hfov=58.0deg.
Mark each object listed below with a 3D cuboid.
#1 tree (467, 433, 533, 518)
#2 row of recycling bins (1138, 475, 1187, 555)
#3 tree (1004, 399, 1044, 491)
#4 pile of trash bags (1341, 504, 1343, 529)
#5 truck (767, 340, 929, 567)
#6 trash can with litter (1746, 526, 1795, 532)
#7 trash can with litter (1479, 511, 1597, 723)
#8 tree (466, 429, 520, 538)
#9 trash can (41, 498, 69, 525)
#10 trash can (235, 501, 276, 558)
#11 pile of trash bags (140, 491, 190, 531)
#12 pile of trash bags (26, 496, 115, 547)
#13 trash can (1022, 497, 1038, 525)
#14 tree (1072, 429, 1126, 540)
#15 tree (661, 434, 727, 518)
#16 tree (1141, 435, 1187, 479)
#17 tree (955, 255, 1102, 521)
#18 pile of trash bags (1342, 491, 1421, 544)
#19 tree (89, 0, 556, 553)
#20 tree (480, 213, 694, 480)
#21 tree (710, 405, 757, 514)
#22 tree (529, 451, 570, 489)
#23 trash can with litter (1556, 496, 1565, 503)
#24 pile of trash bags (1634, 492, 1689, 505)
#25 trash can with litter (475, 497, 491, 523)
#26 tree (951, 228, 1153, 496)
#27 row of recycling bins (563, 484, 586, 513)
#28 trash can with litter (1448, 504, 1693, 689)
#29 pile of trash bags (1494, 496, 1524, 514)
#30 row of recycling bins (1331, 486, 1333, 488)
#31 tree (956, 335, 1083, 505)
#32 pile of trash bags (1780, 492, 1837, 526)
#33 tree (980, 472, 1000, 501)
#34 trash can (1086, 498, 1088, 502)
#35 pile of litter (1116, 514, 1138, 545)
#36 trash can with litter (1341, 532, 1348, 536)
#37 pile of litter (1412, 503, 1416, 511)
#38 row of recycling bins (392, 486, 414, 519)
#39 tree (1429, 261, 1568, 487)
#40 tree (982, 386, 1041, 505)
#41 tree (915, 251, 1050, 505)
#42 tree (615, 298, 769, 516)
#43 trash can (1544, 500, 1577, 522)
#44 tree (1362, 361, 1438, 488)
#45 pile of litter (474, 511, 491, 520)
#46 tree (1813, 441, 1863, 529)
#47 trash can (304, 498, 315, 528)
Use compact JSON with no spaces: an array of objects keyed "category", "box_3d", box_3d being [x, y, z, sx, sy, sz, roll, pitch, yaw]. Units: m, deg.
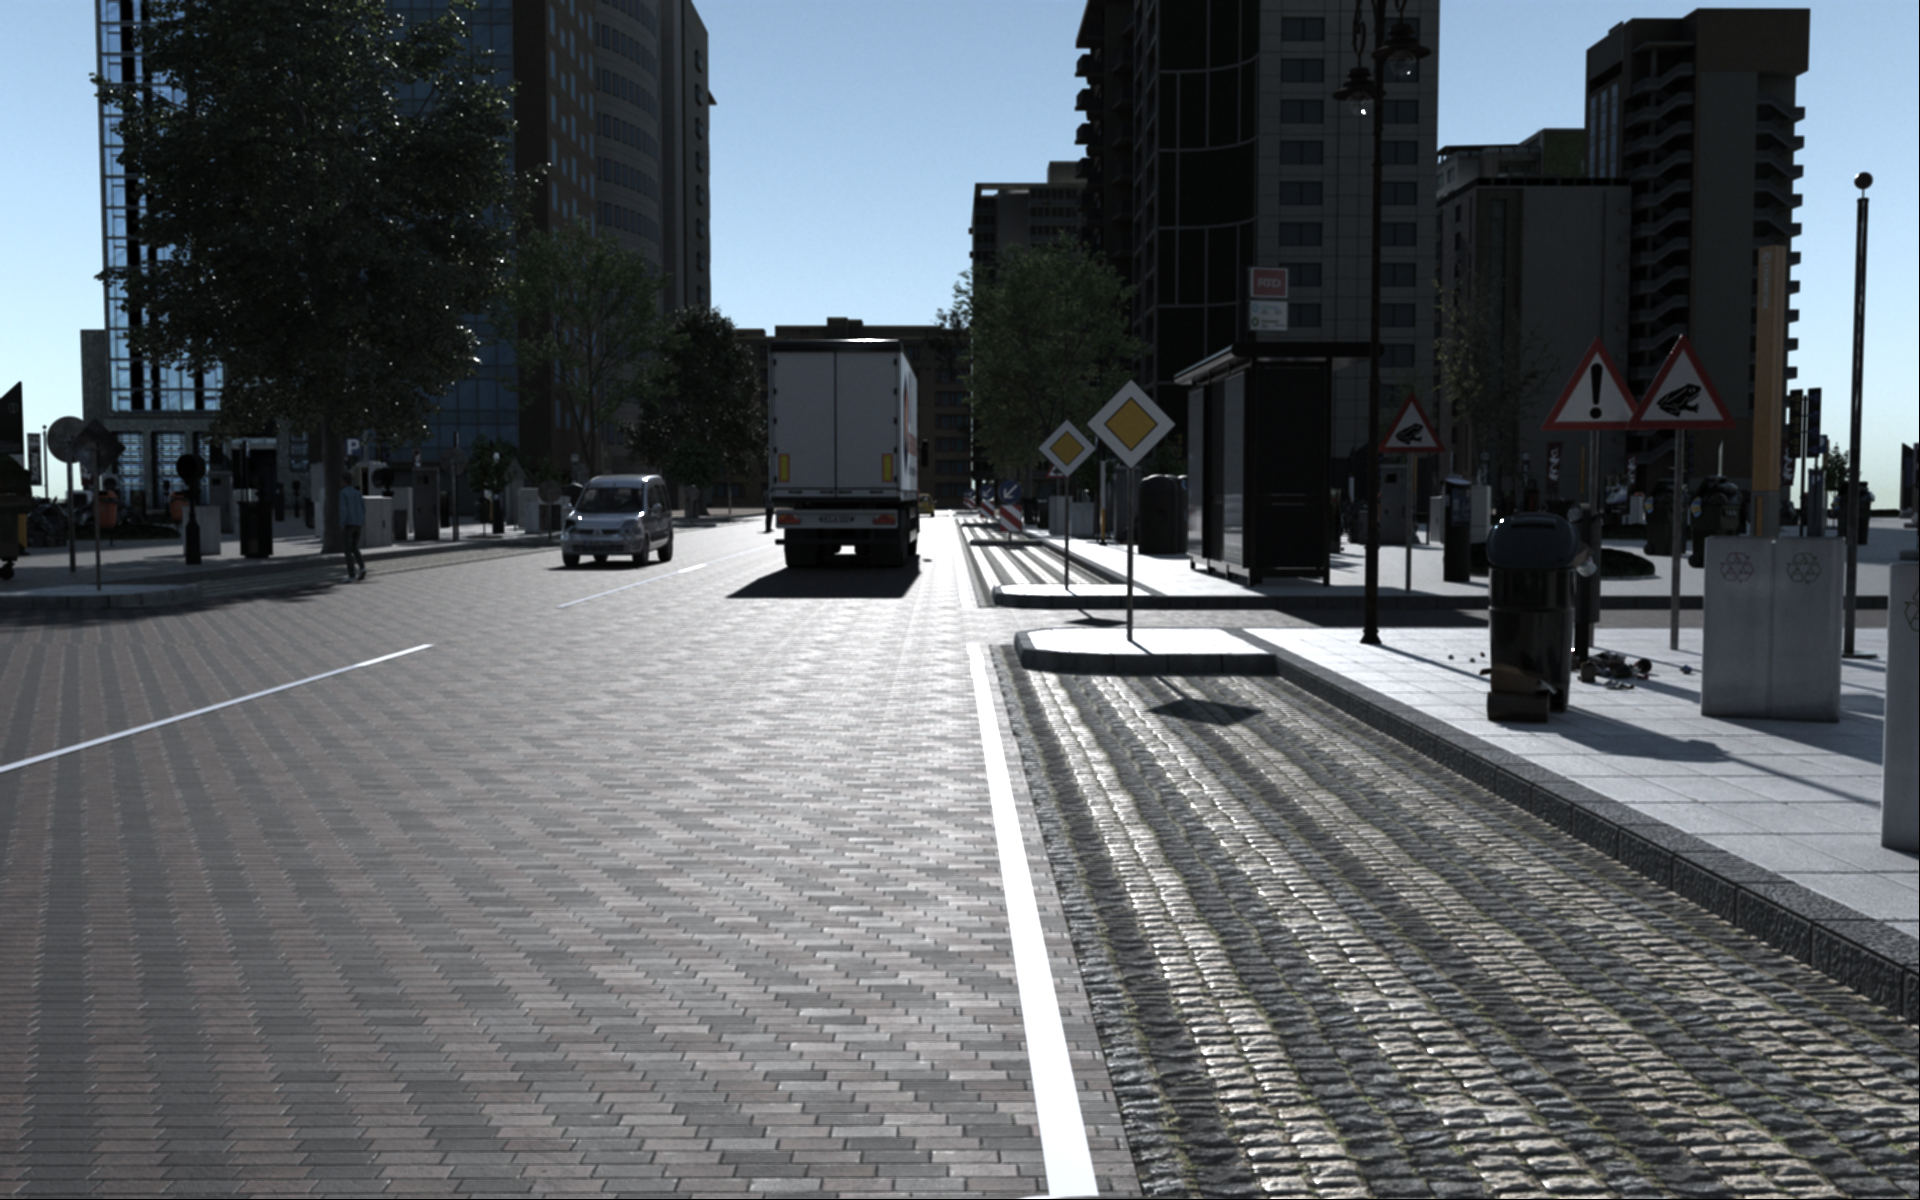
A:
[{"category":"tree","box_3d":[-24.760,-6.688,93.059,4.285,4.588,4.351,0,3,0]},{"category":"row of recycling bins","box_3d":[4.826,-1.906,38.277,1.069,1.692,3.534,2,4,28]},{"category":"tree","box_3d":[4.186,-10.458,121.358,4.360,8.622,3.978,0,3,0]},{"category":"pile of trash bags","box_3d":[12.482,-2.878,56.809,1.912,1.369,3.447,2,4,28]},{"category":"truck","box_3d":[-2.215,-2.951,37.171,2.839,4.237,11.283,0,4,1]},{"category":"trash can with litter","box_3d":[27.643,-2.931,58.979,1.678,1.210,2.233,1,4,19]},{"category":"trash can with litter","box_3d":[3.368,0.079,10.093,0.624,1.170,1.055,1,4,21]},{"category":"tree","box_3d":[-13.934,-3.415,50.437,1.663,3.219,1.824,0,3,0]},{"category":"trash can","box_3d":[-26.228,-2.369,50.385,0.748,1.137,0.748,0,3,0]},{"category":"trash can","box_3d":[-14.088,-1.408,34.668,0.748,1.137,0.748,0,3,0]},{"category":"pile of trash bags","box_3d":[-25.686,-2.682,53.596,3.447,1.369,1.912,-3,4,-36]},{"category":"pile of trash bags","box_3d":[-22.317,-1.997,42.396,3.447,1.369,1.912,0,4,-1]},{"category":"trash can","box_3d":[2.971,-3.726,72.568,0.748,1.137,0.748,0,3,0]},{"category":"tree","box_3d":[3.725,-3.338,49.176,1.663,3.219,1.824,0,3,0]},{"category":"tree","box_3d":[-14.140,-6.654,92.514,4.285,4.588,4.351,0,3,0]},{"category":"tree","box_3d":[6.493,-3.716,55.362,1.663,3.219,1.824,0,3,0]},{"category":"tree","box_3d":[3.480,-10.035,82.194,7.486,12.596,7.792,0,3,0]},{"category":"pile of trash bags","box_3d":[11.295,-2.230,46.207,1.912,1.369,3.447,1,4,14]},{"category":"tree","box_3d":[-13.612,-8.000,37.454,9.857,13.997,8.962,0,3,0]},{"category":"tree","box_3d":[-14.181,-8.561,65.721,9.928,11.665,9.643,0,3,0]},{"category":"tree","box_3d":[-15.108,-9.978,113.508,4.737,8.622,4.395,0,3,0]},{"category":"tree","box_3d":[-18.297,-5.037,76.961,1.663,3.219,1.824,0,3,0]},{"category":"trash can with litter","box_3d":[31.219,-4.762,89.246,0.624,1.170,1.055,-3,5,-41]},{"category":"pile of trash bags","box_3d":[38.738,-5.214,94.998,3.447,1.369,1.912,1,4,13]},{"category":"trash can with litter","box_3d":[-20.854,-3.983,76.512,0.624,1.170,1.055,2,4,29]},{"category":"tree","box_3d":[3.809,-8.782,69.343,9.928,11.665,9.643,0,3,0]},{"category":"row of recycling bins","box_3d":[-14.821,-3.857,70.173,1.069,1.692,3.534,1,4,21]},{"category":"trash can with litter","box_3d":[4.394,-0.085,12.449,1.678,1.210,2.233,1,4,15]},{"category":"pile of trash bags","box_3d":[28.298,-4.940,90.514,3.447,1.369,1.912,3,4,37]},{"category":"row of recycling bins","box_3d":[17.115,-4.678,83.593,1.069,1.692,3.534,-1,4,-12]},{"category":"tree","box_3d":[3.352,-9.719,93.313,7.601,10.594,8.767,0,4,-2]},{"category":"pile of trash bags","box_3d":[34.631,-3.755,71.145,1.912,1.369,3.447,3,4,36]},{"category":"tree","box_3d":[2.407,-9.527,150.365,1.663,3.219,1.824,0,3,0]},{"category":"trash can","box_3d":[5.077,-3.268,65.078,0.748,1.137,0.748,0,3,0]},{"category":"pile of litter","box_3d":[4.785,-1.843,44.095,1.719,0.858,1.176,0,4,-3]},{"category":"trash can with litter","box_3d":[11.090,-2.588,53.366,2.233,1.210,1.678,0,4,5]},{"category":"pile of litter","box_3d":[22.824,-4.514,87.775,1.719,0.858,1.176,3,4,37]},{"category":"row of recycling bins","box_3d":[-29.080,-5.079,90.158,1.069,1.692,3.534,-3,4,-38]},{"category":"tree","box_3d":[16.556,-6.371,54.528,4.360,8.622,3.978,0,3,0]},{"category":"tree","box_3d":[3.384,-9.691,108.809,4.737,8.622,4.395,0,3,0]},{"category":"tree","box_3d":[2.547,-17.261,138.102,12.611,20.169,13.585,0,3,0]},{"category":"tree","box_3d":[-15.275,-11.284,101.509,9.611,12.733,9.660,0,3,0]},{"category":"trash can","box_3d":[14.369,-1.826,41.505,0.748,1.137,0.748,0,3,0]},{"category":"tree","box_3d":[24.549,-8.910,96.048,4.737,8.622,4.395,0,3,0]},{"category":"pile of litter","box_3d":[-23.090,-4.326,84.699,1.176,0.858,1.719,2,4,30]},{"category":"tree","box_3d":[32.187,-4.211,63.445,1.663,3.219,1.824,0,3,0]},{"category":"trash can","box_3d":[-24.203,-3.256,64.893,0.748,1.137,0.748,0,3,0]}]
